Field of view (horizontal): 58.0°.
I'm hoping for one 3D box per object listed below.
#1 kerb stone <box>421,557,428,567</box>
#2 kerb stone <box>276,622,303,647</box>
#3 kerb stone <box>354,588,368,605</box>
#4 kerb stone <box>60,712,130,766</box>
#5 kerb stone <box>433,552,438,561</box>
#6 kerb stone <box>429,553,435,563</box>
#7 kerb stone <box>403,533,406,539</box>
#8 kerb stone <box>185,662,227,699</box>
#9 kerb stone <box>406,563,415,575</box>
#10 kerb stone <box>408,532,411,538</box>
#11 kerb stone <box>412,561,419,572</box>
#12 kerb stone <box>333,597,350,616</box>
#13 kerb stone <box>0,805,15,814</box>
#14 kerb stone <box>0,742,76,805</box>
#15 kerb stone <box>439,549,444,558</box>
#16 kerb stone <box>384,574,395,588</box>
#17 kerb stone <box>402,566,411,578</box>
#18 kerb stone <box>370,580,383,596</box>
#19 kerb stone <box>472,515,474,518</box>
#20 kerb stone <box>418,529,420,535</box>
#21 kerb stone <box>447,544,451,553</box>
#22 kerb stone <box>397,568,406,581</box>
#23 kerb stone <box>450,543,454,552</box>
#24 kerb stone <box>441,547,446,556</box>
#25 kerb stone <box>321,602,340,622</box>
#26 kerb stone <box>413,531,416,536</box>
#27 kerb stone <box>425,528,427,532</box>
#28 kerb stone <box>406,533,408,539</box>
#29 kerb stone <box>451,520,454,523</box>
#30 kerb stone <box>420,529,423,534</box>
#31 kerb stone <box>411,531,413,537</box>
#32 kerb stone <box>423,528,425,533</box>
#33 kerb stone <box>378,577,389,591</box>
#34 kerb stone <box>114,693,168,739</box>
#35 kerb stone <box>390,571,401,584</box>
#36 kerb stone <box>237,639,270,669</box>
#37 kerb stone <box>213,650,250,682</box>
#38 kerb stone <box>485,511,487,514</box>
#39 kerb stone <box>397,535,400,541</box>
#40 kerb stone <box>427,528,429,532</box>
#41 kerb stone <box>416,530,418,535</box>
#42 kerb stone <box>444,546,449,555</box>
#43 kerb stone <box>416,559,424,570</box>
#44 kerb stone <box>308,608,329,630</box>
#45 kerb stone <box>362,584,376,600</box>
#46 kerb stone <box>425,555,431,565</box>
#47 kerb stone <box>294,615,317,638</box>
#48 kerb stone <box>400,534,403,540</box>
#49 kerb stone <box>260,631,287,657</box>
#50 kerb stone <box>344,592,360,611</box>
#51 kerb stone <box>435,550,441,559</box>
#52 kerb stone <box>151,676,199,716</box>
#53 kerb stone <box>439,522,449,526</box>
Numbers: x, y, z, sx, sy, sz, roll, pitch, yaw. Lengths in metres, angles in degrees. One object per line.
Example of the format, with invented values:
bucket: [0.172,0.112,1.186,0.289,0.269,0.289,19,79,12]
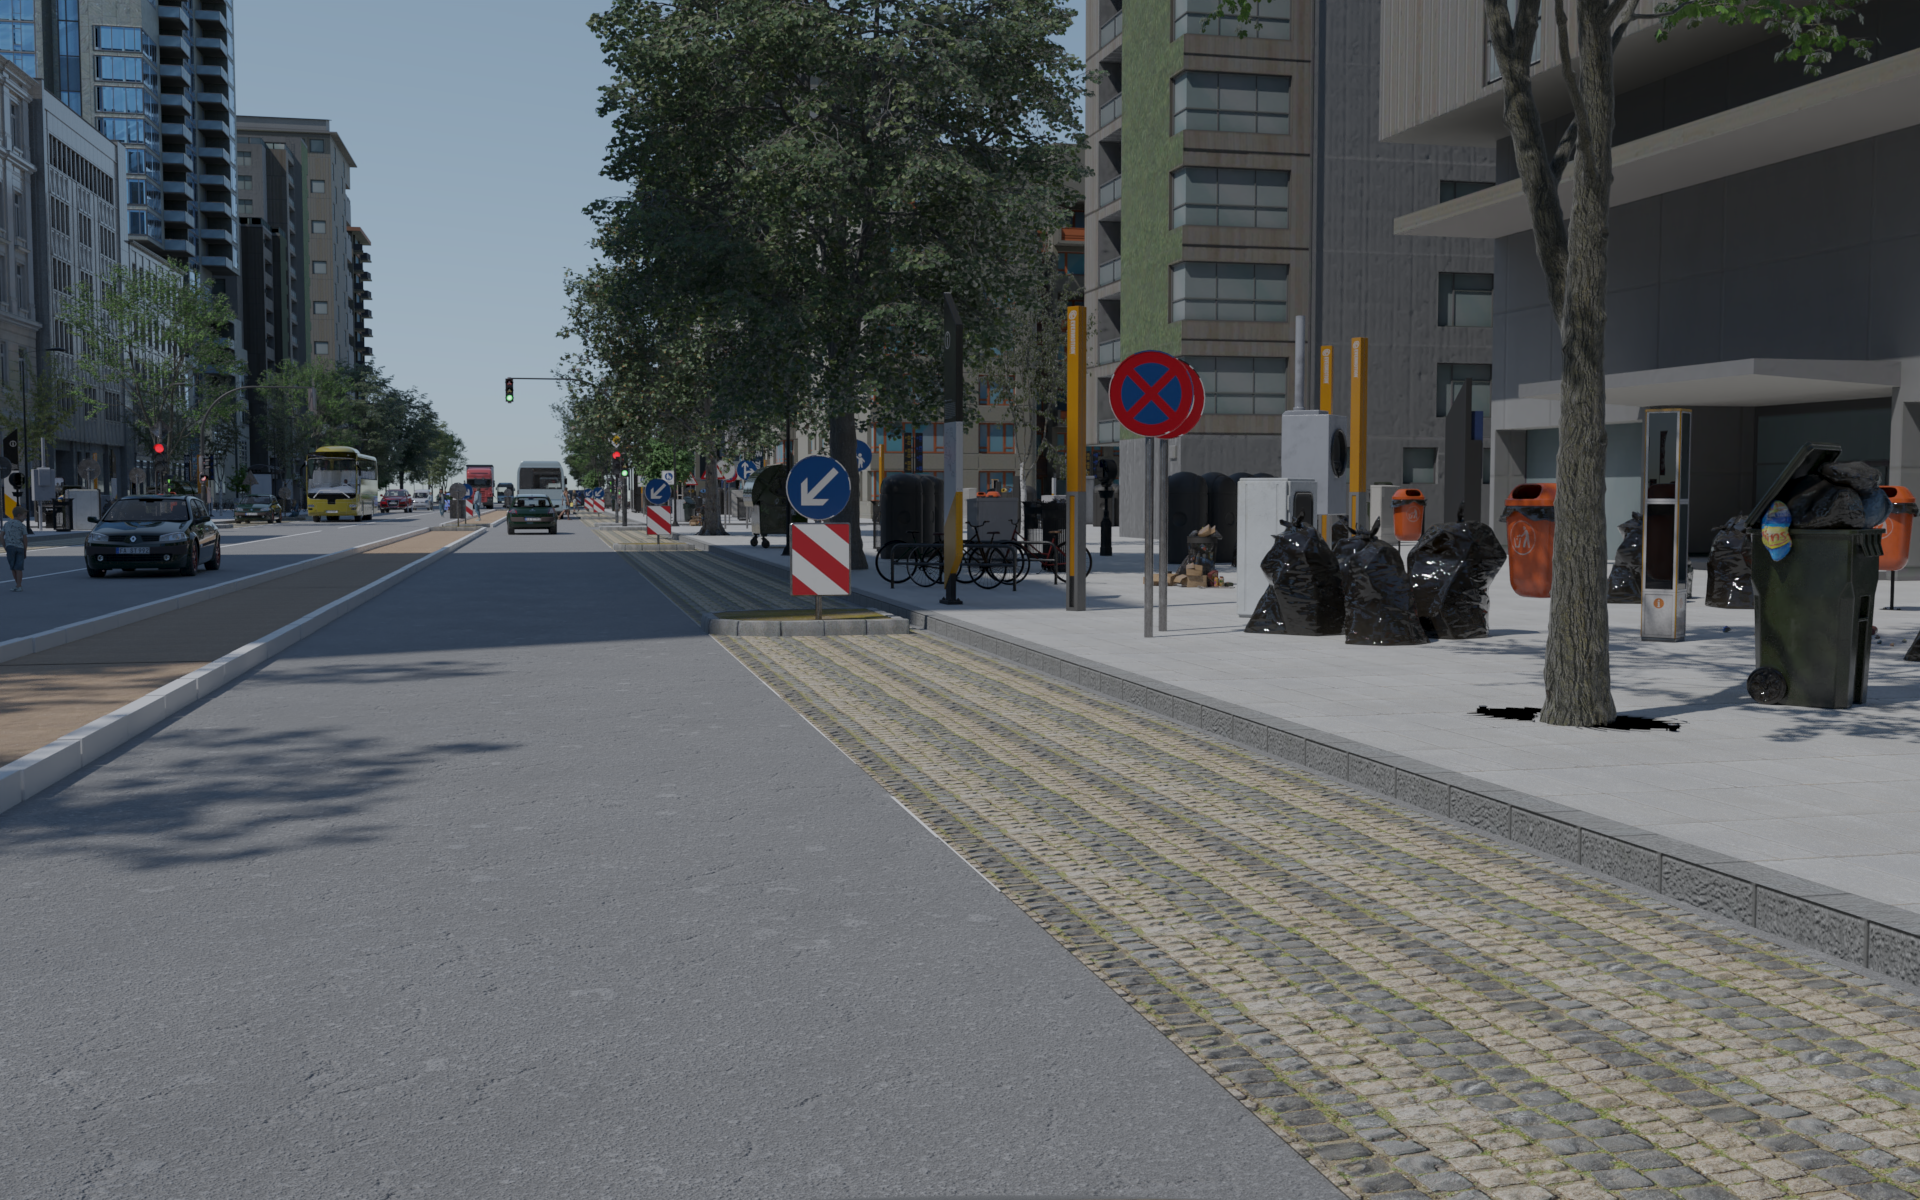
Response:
kerb stone: [-10.444,-0.691,33.493,0.120,0.150,1.000,-1,4,-13]
kerb stone: [-6.437,0.351,16.540,0.120,0.150,1.000,-1,4,-13]
kerb stone: [-7.847,-0.020,22.517,0.120,0.150,1.000,-1,4,-13]
kerb stone: [-4.781,0.773,9.564,0.120,0.150,1.000,-1,4,-13]
kerb stone: [-11.151,-0.874,36.487,0.120,0.150,1.000,-1,4,-13]
kerb stone: [-10.914,-0.809,35.493,0.120,0.150,1.000,-1,4,-13]
kerb stone: [-17.439,-1.939,53.906,0.120,0.150,1.000,-1,4,-13]
kerb stone: [-5.487,0.590,12.551,0.120,0.150,1.000,-1,4,-13]
kerb stone: [-9.739,-0.508,30.493,0.120,0.150,1.000,-1,4,-13]
kerb stone: [-17.909,-2.056,55.903,0.120,0.150,1.000,-1,4,-13]
kerb stone: [-9.981,-0.567,31.488,0.120,0.150,1.000,-1,4,-13]
kerb stone: [-7.382,0.102,20.527,0.120,0.150,1.000,-1,4,-13]
kerb stone: [-4.316,0.895,7.566,0.120,0.150,1.000,-1,4,-13]
kerb stone: [-4.547,0.838,8.569,0.120,0.150,1.000,-1,4,-13]
kerb stone: [-11.623,-0.996,38.477,0.120,0.150,1.000,-1,4,-13]
kerb stone: [-8.791,-0.263,26.502,0.120,0.150,1.000,-1,4,-13]
kerb stone: [-9.499,-0.443,29.496,0.120,0.150,1.000,-1,4,-13]
kerb stone: [-8.315,-0.142,24.512,0.120,0.150,1.000,-1,4,-13]
kerb stone: [-28.652,-4.835,101.335,0.120,0.150,1.000,-1,4,-13]
kerb stone: [-18.854,-2.306,59.911,0.120,0.150,1.000,-1,4,-13]
kerb stone: [-12.334,-1.179,41.476,0.120,0.150,1.000,-1,4,-13]
kerb stone: [-9.262,-0.386,28.501,0.120,0.150,1.000,-1,4,-13]
kerb stone: [-12.573,-1.240,42.470,0.120,0.150,1.000,-1,4,-13]
kerb stone: [-11.858,-1.053,39.481,0.120,0.150,1.000,-1,4,-13]
kerb stone: [-7.148,0.163,19.531,0.120,0.150,1.000,-1,4,-13]
kerb stone: [-18.382,-2.184,57.901,0.120,0.150,1.000,-1,4,-13]
kerb stone: [-19.556,-2.490,62.907,0.120,0.150,1.000,-1,4,-13]
kerb stone: [-17.669,-1.998,54.904,0.120,0.150,1.000,-1,4,-13]
kerb stone: [-23.696,-3.556,80.388,0.120,0.150,1.000,-1,4,-13]
kerb stone: [-19.089,-2.368,60.906,0.120,0.150,1.000,-1,4,-13]
kerb stone: [-18.144,-2.118,56.907,0.120,0.150,1.000,-1,4,-13]
kerb stone: [-19.325,-2.426,61.901,0.120,0.150,1.000,-1,4,-13]
kerb stone: [-8.555,-0.200,25.507,0.120,0.150,1.000,-1,4,-13]
kerb stone: [-5.019,0.716,10.558,0.120,0.150,1.000,-1,4,-13]
kerb stone: [-9.025,-0.324,27.497,0.120,0.150,1.000,-1,4,-13]
kerb stone: [-5.962,0.468,14.539,0.120,0.150,1.000,-1,4,-13]
kerb stone: [-5.724,0.529,13.545,0.120,0.150,1.000,-1,4,-13]
kerb stone: [-33.381,-6.061,121.306,0.120,0.150,1.000,-1,4,-13]
kerb stone: [-16.961,-1.818,51.916,0.120,0.150,1.000,-1,4,-13]
kerb stone: [-19.800,-2.546,63.900,0.120,0.150,1.000,-1,4,-13]
kerb stone: [-18.618,-2.245,58.904,0.120,0.150,1.000,-1,4,-13]
kerb stone: [-12.095,-1.112,40.481,0.120,0.150,1.000,-1,4,-13]
kerb stone: [-10.211,-0.630,32.496,0.120,0.150,1.000,-1,4,-13]
kerb stone: [-6.908,0.224,18.537,0.120,0.150,1.000,-1,4,-13]
kerb stone: [-8.082,-0.081,23.514,0.120,0.150,1.000,-1,4,-13]
kerb stone: [-10.679,-0.746,34.489,0.120,0.150,1.000,-1,4,-13]
kerb stone: [-6.666,0.287,17.537,0.120,0.150,1.000,-1,4,-13]
kerb stone: [-17.193,-1.873,52.914,0.120,0.150,1.000,-1,4,-13]
kerb stone: [-6.199,0.412,15.546,0.120,0.150,1.000,-1,4,-13]
kerb stone: [-7.611,0.041,21.523,0.120,0.150,1.000,-1,4,-13]
kerb stone: [-11.387,-0.935,37.483,0.120,0.150,1.000,-1,4,-13]
kerb stone: [-5.257,0.653,11.555,0.120,0.150,1.000,-1,4,-13]
kerb stone: [-22.759,-3.315,76.402,0.120,0.150,1.000,-1,4,-13]
